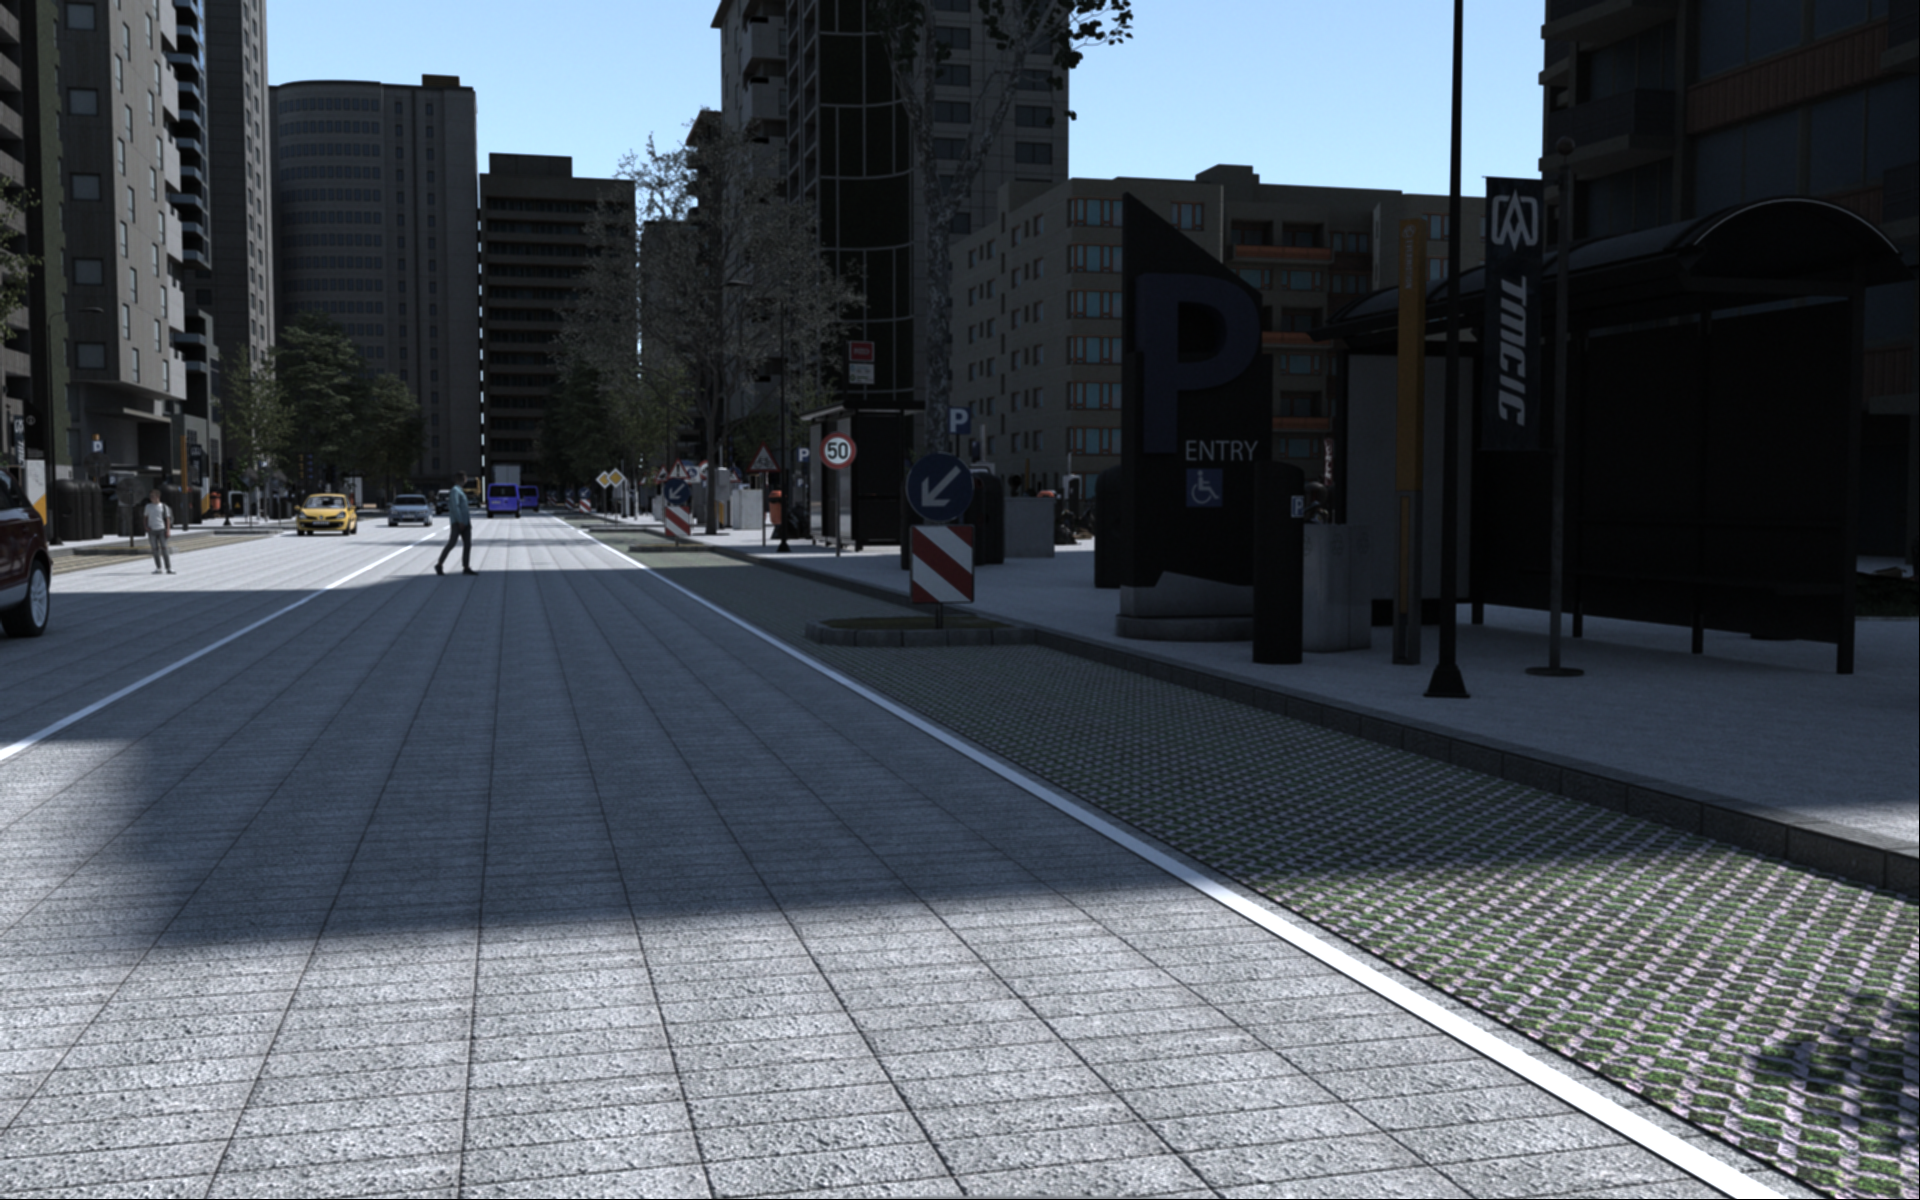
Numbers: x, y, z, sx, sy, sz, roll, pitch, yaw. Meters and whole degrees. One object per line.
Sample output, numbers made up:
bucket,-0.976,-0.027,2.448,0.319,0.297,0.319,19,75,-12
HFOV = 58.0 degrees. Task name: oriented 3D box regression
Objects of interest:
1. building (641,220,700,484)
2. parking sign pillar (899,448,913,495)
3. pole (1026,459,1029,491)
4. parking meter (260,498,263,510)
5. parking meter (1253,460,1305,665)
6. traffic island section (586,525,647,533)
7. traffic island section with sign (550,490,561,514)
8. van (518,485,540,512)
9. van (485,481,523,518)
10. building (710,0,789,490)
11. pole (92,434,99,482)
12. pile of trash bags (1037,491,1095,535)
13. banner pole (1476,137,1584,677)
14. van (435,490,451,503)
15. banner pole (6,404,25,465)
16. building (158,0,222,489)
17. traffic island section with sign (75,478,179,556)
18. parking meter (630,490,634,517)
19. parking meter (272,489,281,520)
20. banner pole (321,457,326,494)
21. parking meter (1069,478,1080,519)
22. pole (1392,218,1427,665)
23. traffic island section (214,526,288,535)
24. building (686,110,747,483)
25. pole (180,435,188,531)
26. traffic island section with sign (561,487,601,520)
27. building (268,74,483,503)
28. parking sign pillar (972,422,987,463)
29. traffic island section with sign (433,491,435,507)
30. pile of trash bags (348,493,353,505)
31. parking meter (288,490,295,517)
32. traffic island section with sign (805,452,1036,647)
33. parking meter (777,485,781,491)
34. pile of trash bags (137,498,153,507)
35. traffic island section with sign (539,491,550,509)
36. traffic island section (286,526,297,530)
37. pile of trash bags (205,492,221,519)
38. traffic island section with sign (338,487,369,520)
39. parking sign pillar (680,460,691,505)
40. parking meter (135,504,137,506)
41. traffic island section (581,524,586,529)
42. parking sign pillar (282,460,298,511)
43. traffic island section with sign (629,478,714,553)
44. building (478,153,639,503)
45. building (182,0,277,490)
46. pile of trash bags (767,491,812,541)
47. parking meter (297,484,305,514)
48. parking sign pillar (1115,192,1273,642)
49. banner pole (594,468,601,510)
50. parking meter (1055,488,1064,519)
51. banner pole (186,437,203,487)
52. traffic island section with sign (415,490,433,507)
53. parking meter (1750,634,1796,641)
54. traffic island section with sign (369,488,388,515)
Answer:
building,-38.928,-34.775,252.168,14.086,41.232,14.154,-1,4,-14
parking sign pillar,-2.977,-6.530,95.233,1.447,3.967,1.447,-3,4,-36
pole,3.873,-6.480,99.790,0.158,3.312,0.155,0,3,0
parking meter,-55.618,-8.082,137.846,0.399,1.863,0.255,1,4,10
parking meter,2.421,-0.291,13.162,0.372,1.533,0.369,0,3,0
traffic island section,-12.963,-2.640,65.446,2.009,0.180,2.903,-1,4,-14
traffic island section with sign,-28.161,-7.073,124.278,1.989,1.847,2.006,-1,4,-14
van,-34.698,-8.191,138.299,2.240,2.365,5.245,-1,4,-16
van,-27.370,-6.088,103.923,2.240,2.365,5.245,-1,4,-13
building,-8.603,-35.626,171.721,28.713,52.752,27.495,-1,4,-14
pole,-29.485,-3.996,59.180,0.158,3.312,0.155,0,3,0
pile of trash bags,4.088,-2.724,54.287,3.447,1.369,1.912,0,4,0
banner pole,4.019,-1.356,12.180,0.863,3.779,0.401,-1,4,-16
van,-50.769,-10.018,170.801,2.013,2.044,4.112,-1,4,-16
banner pole,-26.265,-3.562,48.259,0.401,3.779,0.863,1,4,19
building,-76.882,-51.147,148.920,22.319,86.520,31.000,-1,4,-14
traffic island section with sign,-19.715,-1.986,41.107,1.989,1.847,2.006,-1,4,-14
parking meter,-18.510,-5.482,98.040,0.372,1.533,0.369,0,3,0
parking meter,-34.056,-4.763,86.288,0.372,1.533,0.369,0,3,0
banner pole,-43.031,-7.775,117.133,0.401,3.779,0.863,0,4,0
parking meter,4.254,-3.601,64.591,0.255,1.863,0.399,-2,4,-33
pole,3.371,-1.170,12.976,0.158,3.312,0.155,0,3,0
traffic island section,-25.496,-2.443,62.227,2.009,0.180,2.903,-1,4,-14
building,-19.533,-33.246,198.200,22.147,44.769,28.867,-1,4,-14
pole,-27.015,-4.065,60.308,0.158,3.312,0.155,0,3,0
traffic island section with sign,-21.287,-5.445,97.647,1.989,1.847,2.006,-1,4,-14
building,-82.324,-42.956,244.333,28.212,58.520,21.231,-1,4,-14
parking sign pillar,0.739,-4.624,64.079,1.447,3.967,1.447,0,4,7
traffic island section with sign,-59.615,-11.436,195.606,1.989,1.847,2.006,-1,4,-14
pile of trash bags,-46.477,-7.274,128.684,1.912,1.369,3.447,2,4,32
parking meter,-37.749,-5.468,97.819,0.372,1.533,0.369,0,3,0
traffic island section with sign,-0.475,-0.516,17.066,1.989,1.847,2.006,-1,4,-14
parking meter,-11.841,-6.617,113.903,0.399,1.863,0.255,2,4,32
pile of trash bags,-48.797,-5.750,103.766,3.447,1.369,1.912,0,4,-5
traffic island section with sign,-40.419,-9.975,171.711,1.989,1.847,2.006,-1,4,-14
traffic island section,-27.493,-2.916,69.959,2.009,0.180,2.903,-1,4,-14
pile of trash bags,-39.300,-4.865,89.294,1.912,1.369,3.447,1,4,12
traffic island section with sign,-33.410,-5.228,94.112,1.989,1.847,2.006,-1,4,-14
parking sign pillar,-21.603,-9.143,137.964,1.447,3.967,1.447,-1,4,-22
parking meter,-29.368,-3.238,61.344,0.372,1.533,0.369,0,3,0
traffic island section,-14.960,-3.113,73.179,2.009,0.180,2.903,-1,4,-14
parking sign pillar,-51.667,-8.852,133.201,1.447,3.967,1.447,-3,5,-44
traffic island section with sign,-7.226,-2.112,43.165,1.989,1.847,2.006,-1,4,-14
building,-58.103,-38.333,250.444,21.600,48.544,21.300,-1,4,-14
building,-85.732,-45.679,185.095,20.611,71.187,20.563,-1,4,-14
pile of trash bags,-4.530,-2.405,49.067,1.912,1.369,3.447,1,4,19
parking meter,-36.511,-5.528,96.087,0.255,1.863,0.399,3,4,38
parking sign pillar,2.131,-1.659,15.599,1.447,3.967,1.447,-1,4,-12
banner pole,-29.609,-9.309,142.211,0.863,3.779,0.401,0,4,-6
parking meter,3.893,-3.626,67.703,0.372,1.533,0.369,0,3,0
banner pole,-33.937,-5.296,76.614,0.863,3.779,0.401,-2,4,-33
traffic island section with sign,-52.808,-9.822,169.218,1.989,1.847,2.006,-1,4,-14
parking meter,7.201,-0.421,15.288,0.372,1.533,0.369,0,3,0
traffic island section with sign,-40.217,-6.841,120.474,1.989,1.847,2.006,-1,4,-14
